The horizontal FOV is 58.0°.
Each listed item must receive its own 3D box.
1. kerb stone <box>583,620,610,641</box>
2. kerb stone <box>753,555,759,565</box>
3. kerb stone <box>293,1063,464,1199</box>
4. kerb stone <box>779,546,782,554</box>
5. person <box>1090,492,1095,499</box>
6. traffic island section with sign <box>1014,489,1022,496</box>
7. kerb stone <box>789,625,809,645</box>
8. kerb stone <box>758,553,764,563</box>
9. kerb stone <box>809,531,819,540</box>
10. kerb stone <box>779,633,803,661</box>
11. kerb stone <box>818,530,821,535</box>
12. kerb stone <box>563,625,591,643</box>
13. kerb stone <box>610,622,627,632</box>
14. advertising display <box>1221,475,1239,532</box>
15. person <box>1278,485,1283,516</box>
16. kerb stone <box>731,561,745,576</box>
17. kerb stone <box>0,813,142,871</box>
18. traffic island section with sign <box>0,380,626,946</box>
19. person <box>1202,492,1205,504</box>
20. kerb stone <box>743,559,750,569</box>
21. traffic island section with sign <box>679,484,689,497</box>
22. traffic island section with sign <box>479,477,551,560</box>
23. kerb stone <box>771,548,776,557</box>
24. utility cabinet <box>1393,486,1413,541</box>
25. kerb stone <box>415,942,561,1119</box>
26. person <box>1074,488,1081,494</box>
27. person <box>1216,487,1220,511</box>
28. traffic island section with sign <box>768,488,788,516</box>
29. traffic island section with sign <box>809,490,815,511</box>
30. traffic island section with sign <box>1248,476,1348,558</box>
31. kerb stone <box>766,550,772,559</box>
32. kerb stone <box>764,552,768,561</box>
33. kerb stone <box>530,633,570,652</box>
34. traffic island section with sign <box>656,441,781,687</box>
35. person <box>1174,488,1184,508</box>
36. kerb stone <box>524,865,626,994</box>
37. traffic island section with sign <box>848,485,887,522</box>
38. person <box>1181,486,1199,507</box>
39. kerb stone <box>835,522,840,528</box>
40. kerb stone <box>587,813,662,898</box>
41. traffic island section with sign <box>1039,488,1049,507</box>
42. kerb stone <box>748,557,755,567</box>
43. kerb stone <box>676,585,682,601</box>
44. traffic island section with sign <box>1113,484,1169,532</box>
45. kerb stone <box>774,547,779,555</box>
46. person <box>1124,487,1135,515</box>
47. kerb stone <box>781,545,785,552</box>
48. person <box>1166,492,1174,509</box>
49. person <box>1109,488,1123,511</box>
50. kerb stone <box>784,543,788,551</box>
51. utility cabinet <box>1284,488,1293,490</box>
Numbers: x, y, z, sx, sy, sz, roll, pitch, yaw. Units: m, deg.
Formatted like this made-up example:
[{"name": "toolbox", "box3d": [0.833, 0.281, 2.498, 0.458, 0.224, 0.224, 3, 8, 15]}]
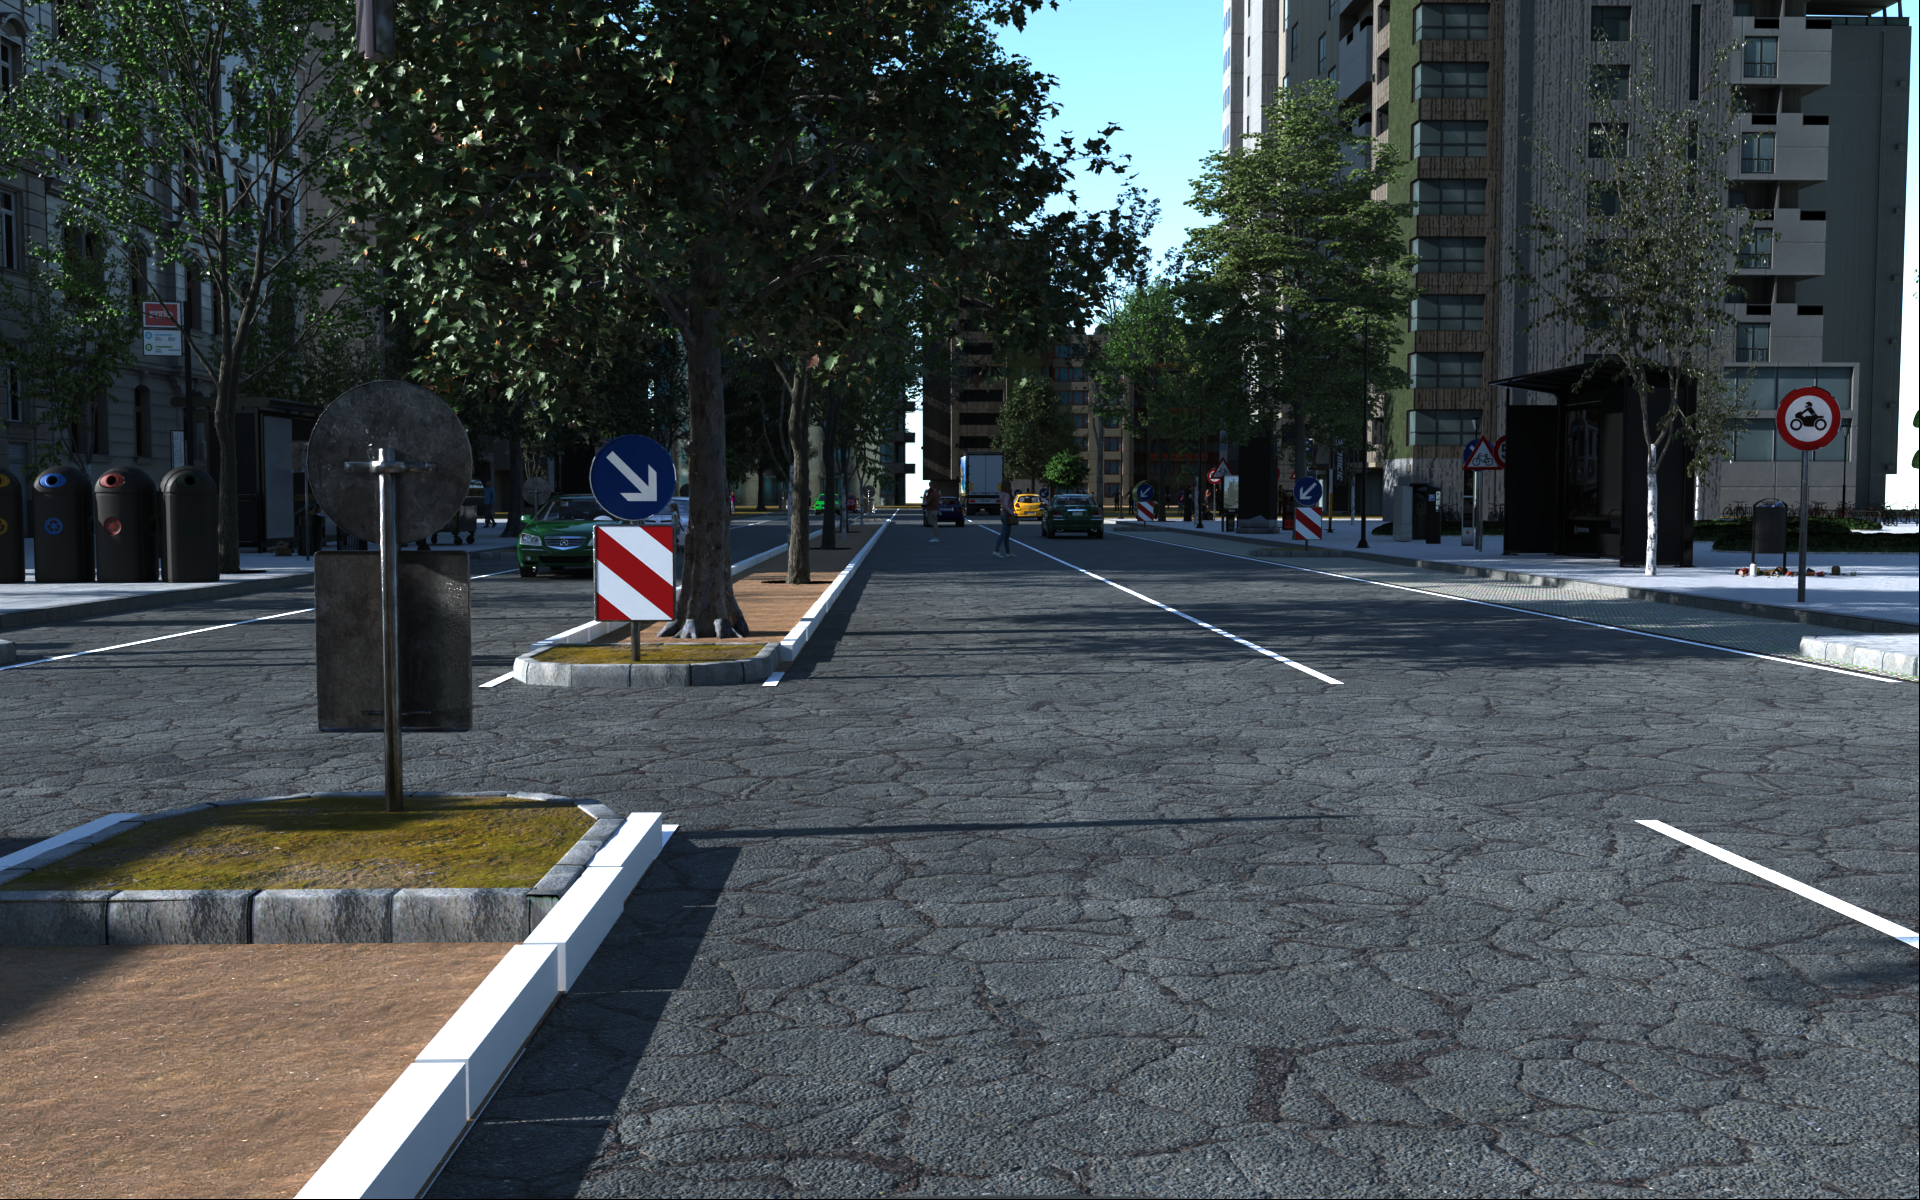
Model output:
[{"name": "kerb stone", "box3d": [-3.651, 0.306, 17.218, 0.120, 0.150, 1.000, 0, 4, -2]}, {"name": "kerb stone", "box3d": [-4.170, -0.762, 34.659, 0.120, 0.150, 1.000, 0, 4, -2]}, {"name": "kerb stone", "box3d": [-1.161, 1.149, 3.410, 0.120, 0.150, 1.000, 0, 4, -2]}, {"name": "kerb stone", "box3d": [-4.341, -1.138, 40.798, 0.120, 0.150, 1.000, 0, 4, -2]}, {"name": "person", "box3d": [8.980, -6.692, 118.651, 0.628, 1.438, 0.799, 0, 4, 4]}, {"name": "traffic island section with sign", "box3d": [4.674, -8.265, 143.767, 1.989, 1.847, 2.006, 0, 4, -2]}, {"name": "kerb stone", "box3d": [-1.532, 0.371, 16.250, 0.120, 0.150, 1.000, 0, 4, -2]}, {"name": "kerb stone", "box3d": [-4.193, -0.825, 35.687, 0.120, 0.150, 1.000, 0, 4, -2]}, {"name": "kerb stone", "box3d": [-4.823, -2.142, 57.219, 0.120, 0.150, 1.000, 0, 4, -2]}, {"name": "kerb stone", "box3d": [-1.499, 0.426, 15.228, 0.120, 0.150, 1.000, 0, 4, -2]}, {"name": "kerb stone", "box3d": [-4.855, -2.203, 58.241, 0.120, 0.150, 1.000, 0, 4, -2]}, {"name": "kerb stone", "box3d": [-3.625, 0.367, 16.193, 0.120, 0.150, 1.000, 0, 4, -2]}, {"name": "kerb stone", "box3d": [-3.679, 0.242, 18.245, 0.120, 0.150, 1.000, 0, 4, -2]}, {"name": "advertising display", "box3d": [9.194, -3.281, 58.852, 0.123, 1.923, 0.974, 3, 5, 44]}, {"name": "person", "box3d": [18.825, -5.840, 101.625, 0.705, 1.812, 1.348, 1, 4, 13]}, {"name": "kerb stone", "box3d": [-4.074, -0.575, 31.594, 0.120, 0.150, 1.000, 0, 4, -2]}, {"name": "kerb stone", "box3d": [-3.339, 0.964, 6.481, 0.120, 0.150, 1.000, 0, 4, -2]}, {"name": "traffic island section with sign", "box3d": [-2.287, 0.106, 6.411, 2.006, 1.907, 1.989, 0, 4, -2]}, {"name": "person", "box3d": [22.751, -9.613, 163.742, 1.217, 1.766, 0.721, 3, 4, 36]}, {"name": "kerb stone", "box3d": [-4.105, -0.637, 32.615, 0.120, 0.150, 1.000, 0, 4, -2]}, {"name": "traffic island section with sign", "box3d": [-10.271, -3.479, 65.514, 1.989, 1.847, 2.006, 0, 4, -2]}, {"name": "traffic island section with sign", "box3d": [-9.484, -1.831, 38.570, 1.989, 1.847, 2.006, 0, 4, -2]}, {"name": "kerb stone", "box3d": [-4.277, -1.013, 38.754, 0.120, 0.150, 1.000, 0, 4, -2]}, {"name": "utility cabinet", "box3d": [12.011, -2.340, 46.943, 0.318, 1.500, 1.173, 0, 4, 4]}, {"name": "kerb stone", "box3d": [-1.191, 1.086, 4.434, 0.120, 0.150, 1.000, 0, 4, -2]}, {"name": "person", "box3d": [8.973, -7.700, 132.769, 1.217, 1.723, 0.721, 2, 4, 28]}, {"name": "person", "box3d": [19.667, -7.688, 131.763, 0.705, 1.821, 1.348, 0, 4, 7]}, {"name": "traffic island section with sign", "box3d": [-11.733, -6.548, 115.693, 1.989, 1.847, 2.006, 0, 4, -2]}, {"name": "traffic island section with sign", "box3d": [-12.520, -8.196, 142.637, 1.989, 1.847, 2.006, 0, 4, -2]}, {"name": "traffic island section with sign", "box3d": [7.704, -1.905, 39.768, 1.989, 1.847, 2.006, 0, 4, -2]}, {"name": "kerb stone", "box3d": [-4.258, -0.944, 37.730, 0.120, 0.150, 1.000, 0, 4, -2]}, {"name": "kerb stone", "box3d": [-4.225, -0.888, 36.708, 0.120, 0.150, 1.000, 0, 4, -2]}, {"name": "kerb stone", "box3d": [-3.598, 0.430, 15.167, 0.120, 0.150, 1.000, 0, 4, -2]}, {"name": "traffic island section with sign", "box3d": [-2.494, -0.347, 13.815, 2.006, 1.907, 1.989, 0, 4, -2]}, {"name": "person", "box3d": [19.856, -9.124, 155.202, 1.348, 1.826, 0.705, 1, 4, 18]}, {"name": "kerb stone", "box3d": [-1.203, 1.024, 5.456, 0.120, 0.150, 1.000, 0, 4, -2]}, {"name": "traffic island section with sign", "box3d": [-4.695, -4.941, 88.922, 2.006, 1.907, 1.989, 0, 4, -2]}, {"name": "person", "box3d": [12.861, -5.496, 96.620, 1.217, 1.735, 0.721, -1, 4, -18]}, {"name": "kerb stone", "box3d": [-5.421, -3.395, 77.695, 0.120, 0.150, 1.000, 0, 4, -2]}, {"name": "kerb stone", "box3d": [-1.246, 0.961, 6.478, 0.120, 0.150, 1.000, 0, 4, -2]}, {"name": "traffic island section with sign", "box3d": [5.483, -6.578, 116.184, 1.989, 1.847, 2.006, 0, 4, -2]}, {"name": "kerb stone", "box3d": [-4.129, -0.700, 33.637, 0.120, 0.150, 1.000, 0, 4, -2]}, {"name": "kerb stone", "box3d": [-3.841, -0.072, 23.370, 0.120, 0.150, 1.000, 0, 4, -2]}, {"name": "traffic island section with sign", "box3d": [6.926, -3.553, 66.712, 1.989, 1.847, 2.006, 0, 4, -2]}, {"name": "kerb stone", "box3d": [-4.314, -1.071, 39.776, 0.120, 0.150, 1.000, 0, 4, -2]}, {"name": "person", "box3d": [10.671, -6.149, 107.287, 1.217, 1.735, 0.721, -2, 4, -30]}, {"name": "kerb stone", "box3d": [-4.377, -1.200, 41.821, 0.120, 0.150, 1.000, 0, 4, -2]}, {"name": "person", "box3d": [17.982, -8.510, 148.409, 0.697, 1.427, 0.421, 2, 4, 24]}, {"name": "person", "box3d": [11.627, -7.462, 128.768, 1.217, 1.735, 0.721, 3, 4, 36]}, {"name": "kerb stone", "box3d": [-4.395, -1.262, 42.849, 0.120, 0.150, 1.000, 0, 4, -2]}, {"name": "utility cabinet", "box3d": [13.208, -3.668, 68.659, 0.318, 1.500, 1.173, 3, 4, 36]}]
